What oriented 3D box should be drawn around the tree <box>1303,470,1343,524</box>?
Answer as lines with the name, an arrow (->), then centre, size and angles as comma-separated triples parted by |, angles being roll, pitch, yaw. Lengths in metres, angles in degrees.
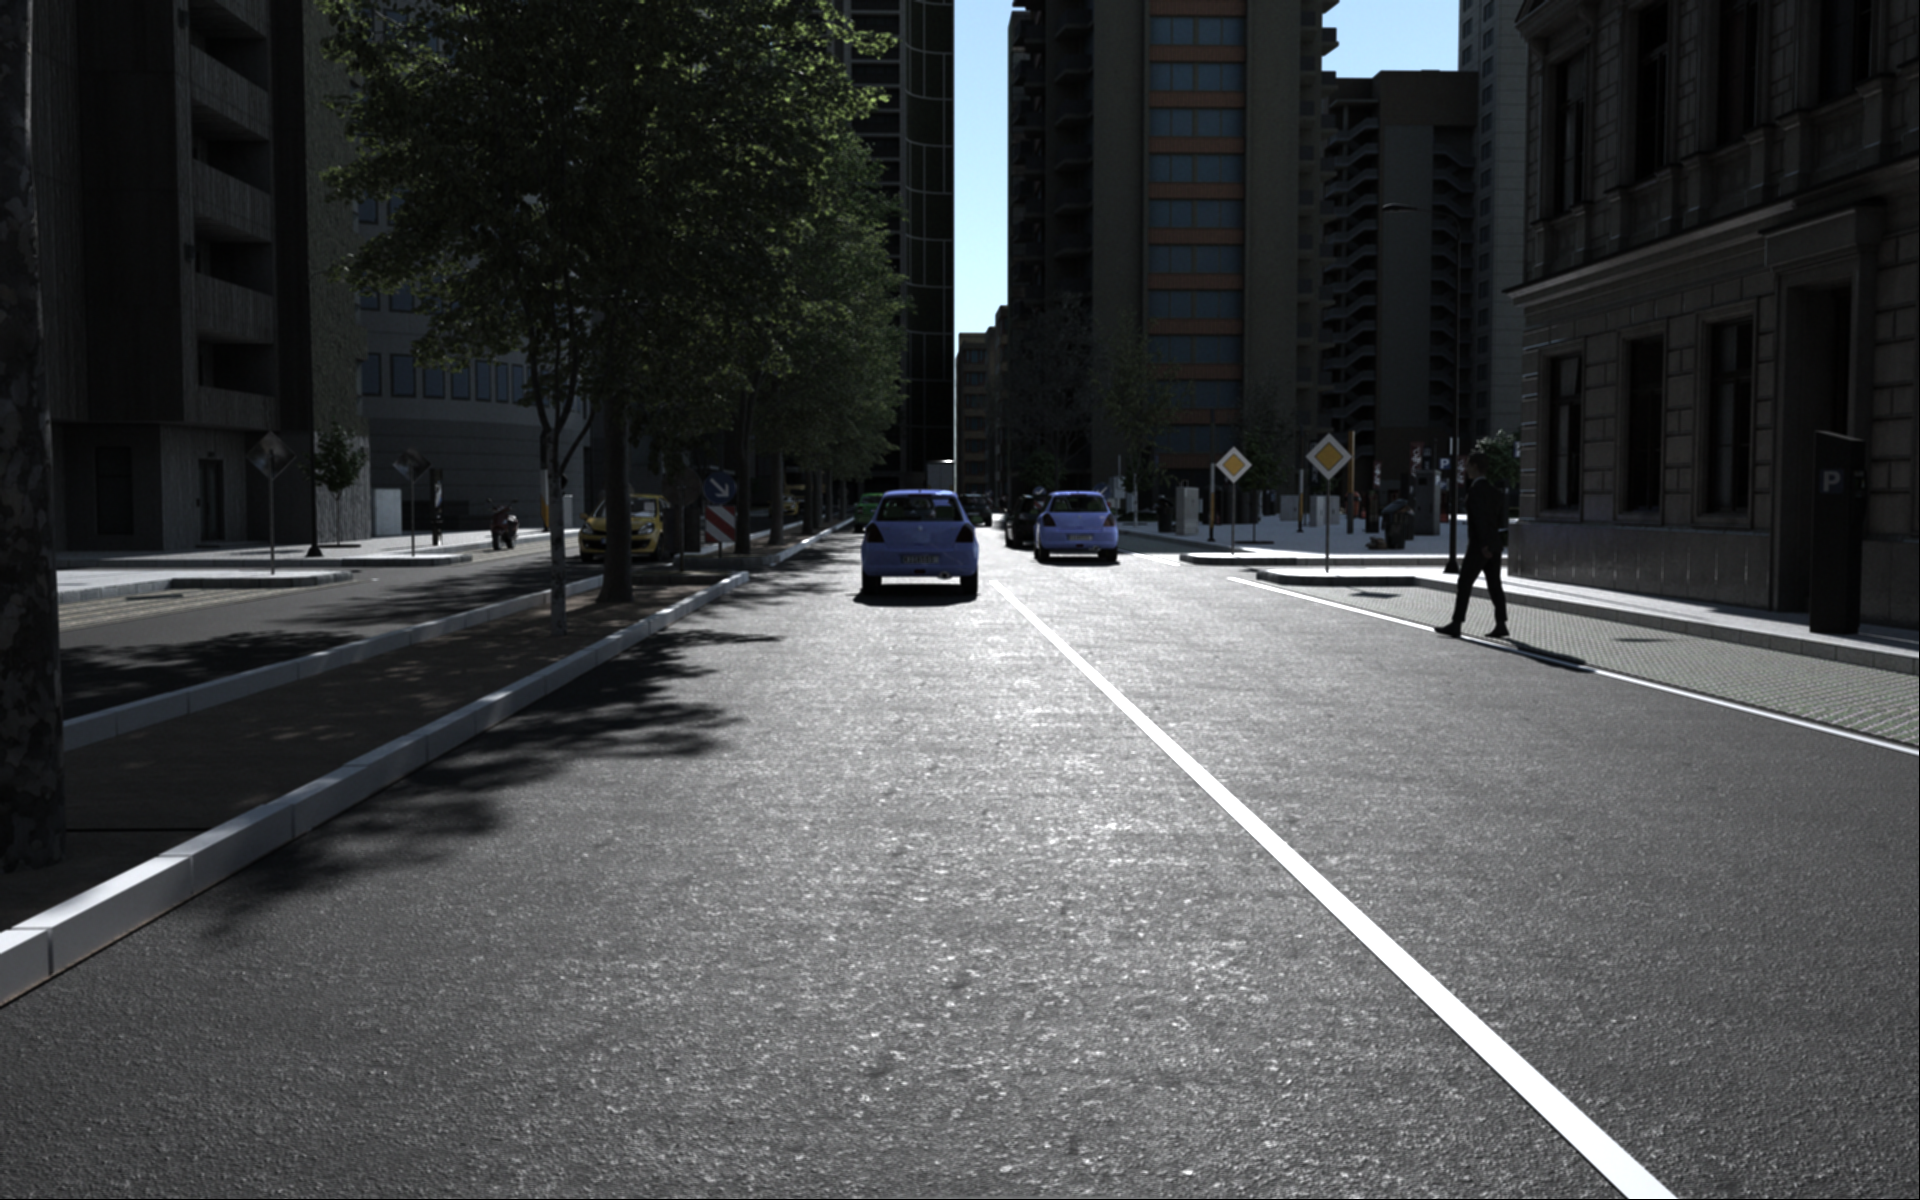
tree -> 15.551, -4.894, 74.614 | 1.663, 3.219, 1.824 | 0, 3, 0

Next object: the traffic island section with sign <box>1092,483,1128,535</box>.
traffic island section with sign -> 4.832, -3.227, 61.387 | 1.989, 1.847, 2.006 | 0, 4, -2

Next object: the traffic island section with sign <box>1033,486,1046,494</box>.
traffic island section with sign -> 3.896, -4.875, 88.326 | 1.989, 1.847, 2.006 | 0, 4, -2

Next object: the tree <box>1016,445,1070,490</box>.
tree -> 5.490, -7.916, 113.146 | 4.285, 4.588, 4.351 | 0, 3, 0

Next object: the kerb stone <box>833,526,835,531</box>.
kerb stone -> -4.824, -2.589, 64.586 | 0.120, 0.150, 1.000 | 0, 4, -2

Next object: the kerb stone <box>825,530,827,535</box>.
kerb stone -> -4.571, -2.155, 57.425 | 0.120, 0.150, 1.000 | 0, 4, -2

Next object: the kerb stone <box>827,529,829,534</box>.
kerb stone -> -4.650, -2.280, 59.475 | 0.120, 0.150, 1.000 | 0, 4, -2

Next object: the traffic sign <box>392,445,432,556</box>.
traffic sign -> -11.238, -1.951, 35.549 | 0.795, 2.450, 0.064 | 0, 4, -2

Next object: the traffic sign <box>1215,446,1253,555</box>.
traffic sign -> 5.696, -1.986, 36.119 | 0.795, 2.450, 0.064 | 0, 4, -2

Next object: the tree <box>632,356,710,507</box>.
tree -> -15.495, -8.758, 93.556 | 4.360, 8.622, 3.978 | 0, 3, 0

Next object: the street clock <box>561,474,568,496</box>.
street clock -> -14.221, -3.492, 61.666 | 0.471, 2.002, 0.358 | 0, 4, 4

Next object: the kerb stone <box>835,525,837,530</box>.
kerb stone -> -4.892, -2.718, 66.629 | 0.120, 0.150, 1.000 | 0, 4, -2

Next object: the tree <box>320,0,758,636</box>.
tree -> -3.999, -3.924, 16.982 | 4.737, 8.622, 4.395 | 0, 3, 0

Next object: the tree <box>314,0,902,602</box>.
tree -> -4.669, -6.266, 23.042 | 7.486, 12.596, 7.792 | 0, 3, 0

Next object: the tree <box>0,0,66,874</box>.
tree -> -4.920, -9.084, 6.869 | 12.611, 20.169, 13.585 | 0, 3, 0

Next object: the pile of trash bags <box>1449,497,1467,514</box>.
pile of trash bags -> 31.982, -6.164, 110.535 | 1.912, 1.369, 3.447 | 3, 5, 40

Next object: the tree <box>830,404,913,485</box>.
tree -> -6.956, -10.140, 102.666 | 8.767, 10.594, 7.601 | 0, 4, -2

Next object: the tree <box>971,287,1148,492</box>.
tree -> 5.788, -11.700, 101.660 | 12.009, 13.543, 11.850 | 0, 3, 0

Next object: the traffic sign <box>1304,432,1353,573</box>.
traffic sign -> 5.975, -1.498, 28.139 | 0.795, 2.450, 0.064 | 0, 4, -2

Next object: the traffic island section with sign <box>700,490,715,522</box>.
traffic island section with sign -> -12.771, -4.863, 88.140 | 1.989, 1.847, 2.006 | 0, 4, -2

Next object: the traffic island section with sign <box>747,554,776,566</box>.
traffic island section with sign -> -4.846, -1.673, 35.489 | 2.006, 1.907, 1.989 | 0, 4, -2

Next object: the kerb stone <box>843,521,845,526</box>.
kerb stone -> -5.221, -3.281, 75.860 | 0.120, 0.150, 1.000 | 0, 4, -2

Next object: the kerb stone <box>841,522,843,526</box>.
kerb stone -> -5.114, -3.094, 72.777 | 0.120, 0.150, 1.000 | 0, 4, -2

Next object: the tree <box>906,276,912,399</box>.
tree -> -5.281, -7.844, 48.837 | 7.486, 12.596, 7.792 | 0, 3, 0

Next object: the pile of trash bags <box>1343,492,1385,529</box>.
pile of trash bags -> 15.736, -3.271, 63.238 | 3.447, 1.369, 1.912 | 1, 4, 21

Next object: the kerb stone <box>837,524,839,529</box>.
kerb stone -> -4.973, -2.844, 68.689 | 0.120, 0.150, 1.000 | 0, 4, -2

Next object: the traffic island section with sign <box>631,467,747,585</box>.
traffic island section with sign -> -4.597, -1.220, 28.086 | 2.006, 1.907, 1.989 | 0, 4, -2

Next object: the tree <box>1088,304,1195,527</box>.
tree -> 6.859, -7.127, 66.884 | 4.737, 8.622, 4.395 | 0, 3, 0

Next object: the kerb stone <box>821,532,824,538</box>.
kerb stone -> -4.507, -2.015, 55.380 | 0.120, 0.150, 1.000 | 0, 4, -2

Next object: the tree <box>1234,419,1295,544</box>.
tree -> 7.581, -3.067, 44.743 | 1.663, 3.219, 1.824 | 0, 3, 0

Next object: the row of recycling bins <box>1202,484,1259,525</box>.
row of recycling bins -> 11.663, -4.107, 74.267 | 1.069, 1.692, 3.534 | 3, 5, 44

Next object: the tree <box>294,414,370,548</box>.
tree -> -15.149, -2.881, 41.712 | 1.663, 3.219, 1.824 | 0, 3, 0

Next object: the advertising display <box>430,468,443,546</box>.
advertising display -> -13.124, -2.338, 43.435 | 0.123, 1.923, 0.974 | 0, 4, -6

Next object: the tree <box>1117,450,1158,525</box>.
tree -> 7.226, -4.763, 72.473 | 1.663, 3.219, 1.824 | 0, 3, 0

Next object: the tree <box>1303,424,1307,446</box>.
tree -> 19.632, -9.749, 109.759 | 4.360, 8.622, 3.978 | 0, 3, 0

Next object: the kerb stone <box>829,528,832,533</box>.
kerb stone -> -4.713, -2.405, 61.521 | 0.120, 0.150, 1.000 | 0, 4, -2

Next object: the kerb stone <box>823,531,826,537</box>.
kerb stone -> -4.539, -2.092, 56.404 | 0.120, 0.150, 1.000 | 0, 4, -2

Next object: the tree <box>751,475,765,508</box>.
tree -> -18.484, -9.923, 156.835 | 1.663, 3.219, 1.824 | 0, 3, 0

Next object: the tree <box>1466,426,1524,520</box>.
tree -> 26.566, -6.204, 85.142 | 4.285, 4.588, 4.351 | 0, 3, 0

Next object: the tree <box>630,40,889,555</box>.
tree -> -4.902, -6.806, 39.491 | 9.928, 11.665, 9.643 | 0, 3, 0

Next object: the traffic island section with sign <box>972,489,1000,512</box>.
traffic island section with sign -> 2.164, -7.915, 138.030 | 1.989, 1.847, 2.006 | 0, 4, -2

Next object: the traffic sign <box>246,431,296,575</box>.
traffic sign -> -10.959, -1.463, 27.569 | 0.795, 2.450, 0.064 | 0, 4, -2

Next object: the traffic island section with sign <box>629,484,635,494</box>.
traffic island section with sign -> -11.837, -3.215, 61.201 | 1.989, 1.847, 2.006 | 0, 4, -2

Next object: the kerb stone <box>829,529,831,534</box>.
kerb stone -> -4.688, -2.340, 60.499 | 0.120, 0.150, 1.000 | 0, 4, -2

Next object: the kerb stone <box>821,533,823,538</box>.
kerb stone -> -4.471, -1.962, 54.351 | 0.120, 0.150, 1.000 | 0, 4, -2

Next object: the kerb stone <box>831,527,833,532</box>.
kerb stone -> -4.756, -2.468, 62.542 | 0.120, 0.150, 1.000 | 0, 4, -2

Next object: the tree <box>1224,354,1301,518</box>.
tree -> 16.025, -8.676, 92.208 | 4.360, 8.622, 3.978 | 0, 3, 0

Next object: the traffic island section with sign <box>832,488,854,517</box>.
traffic island section with sign -> -7.481, -6.266, 110.582 | 2.006, 1.907, 1.989 | 0, 4, -2

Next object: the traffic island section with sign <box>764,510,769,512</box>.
traffic island section with sign -> -14.496, -7.871, 137.319 | 1.989, 1.847, 2.006 | 0, 4, -2

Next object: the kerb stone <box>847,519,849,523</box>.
kerb stone -> -5.403, -3.597, 81.005 | 0.120, 0.150, 1.000 | 0, 4, -2

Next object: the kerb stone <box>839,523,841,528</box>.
kerb stone -> -5.036, -2.969, 70.733 | 0.120, 0.150, 1.000 | 0, 4, -2
